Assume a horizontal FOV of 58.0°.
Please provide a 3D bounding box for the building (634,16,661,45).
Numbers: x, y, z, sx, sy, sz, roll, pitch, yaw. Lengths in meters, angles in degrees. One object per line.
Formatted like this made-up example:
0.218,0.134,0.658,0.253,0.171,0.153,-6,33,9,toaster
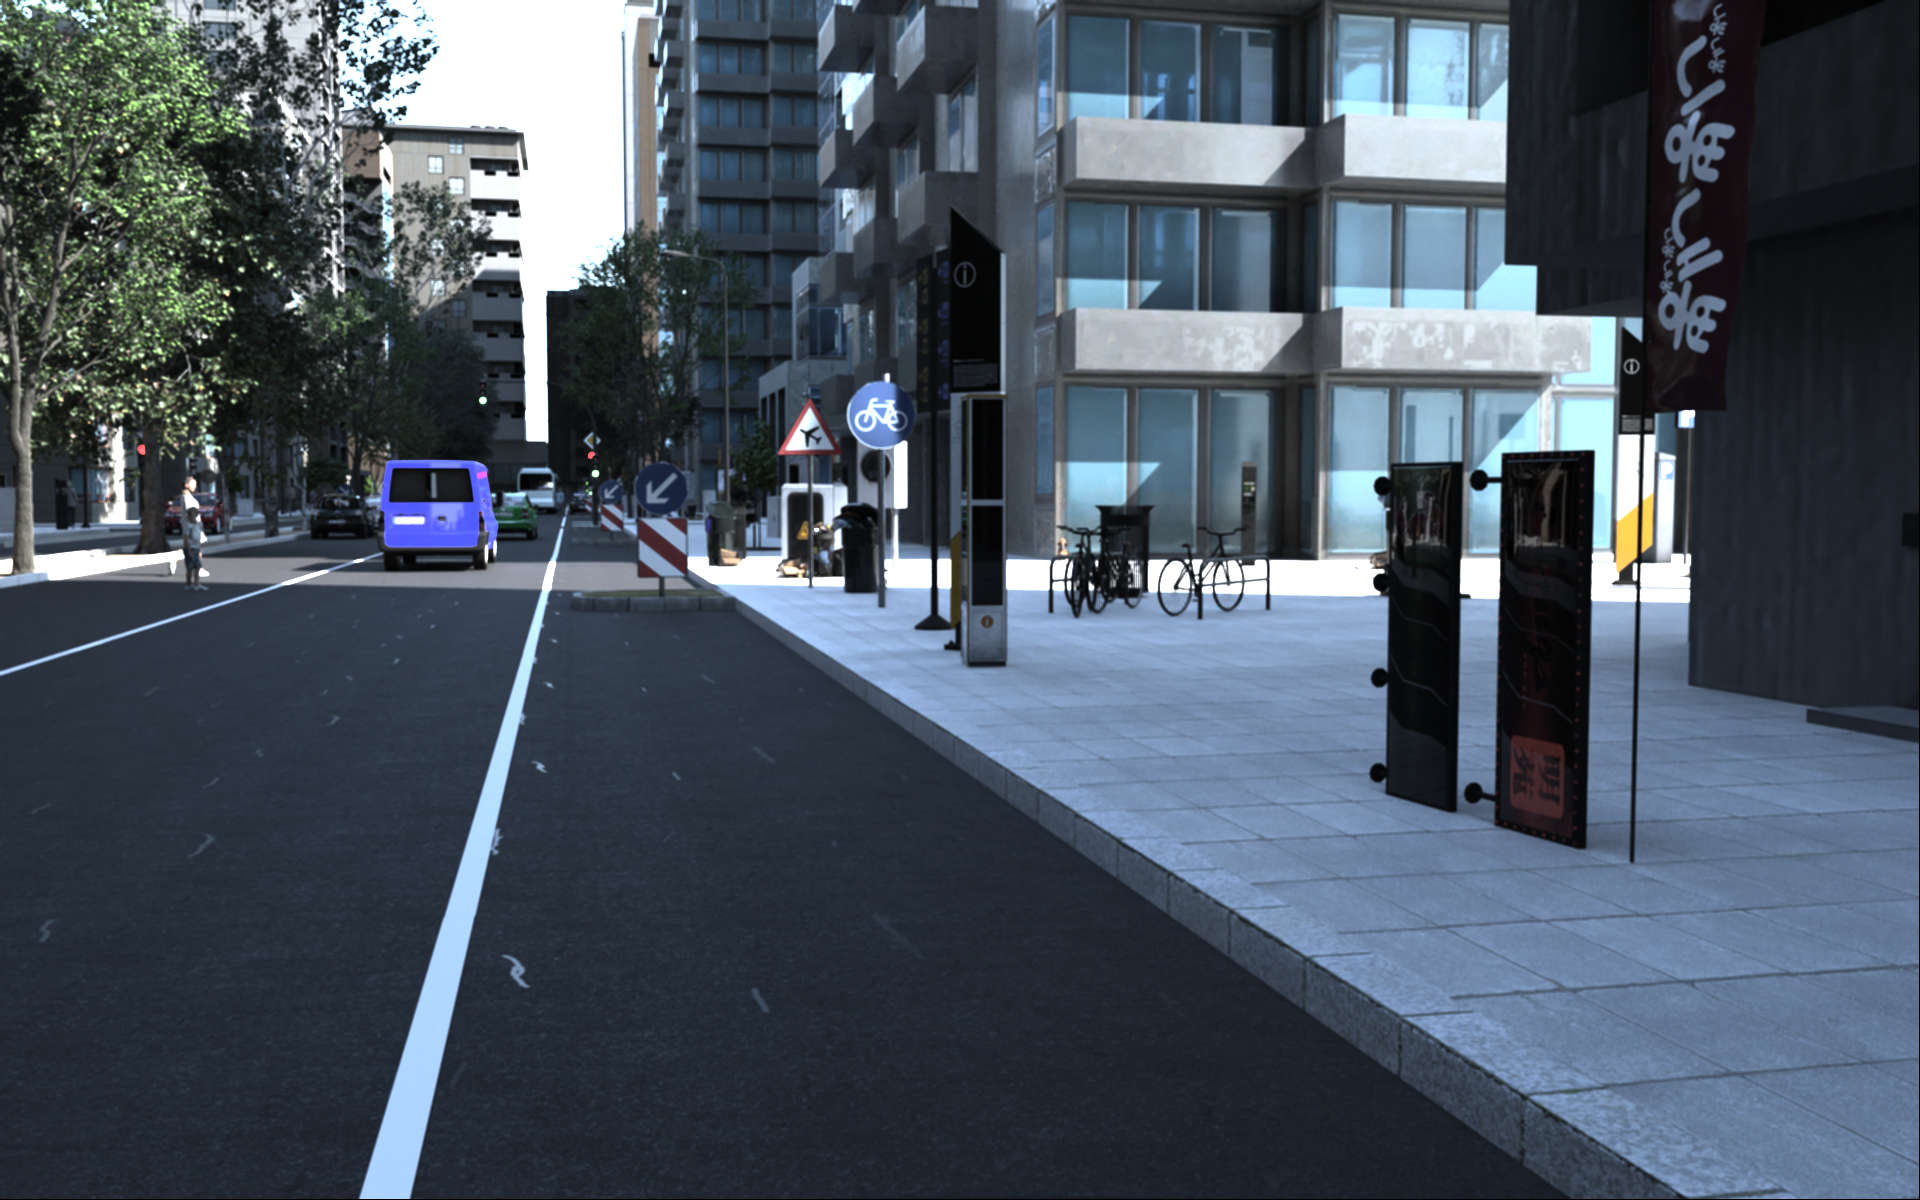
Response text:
-23.227,-31.340,162.521,14.600,45.320,14.200,-1,4,-13,building

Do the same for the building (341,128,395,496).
-75.967,-34.128,208.102,14.200,45.320,14.600,-1,4,-13,building

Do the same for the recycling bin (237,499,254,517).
-39.982,-5.160,96.914,0.722,1.027,0.722,-1,4,-11,recycling bin

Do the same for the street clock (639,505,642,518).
-14.889,-4.645,80.516,0.358,2.002,0.471,-1,4,-15,street clock

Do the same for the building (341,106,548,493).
-72.825,-40.114,245.106,27.495,52.752,28.713,-1,4,-13,building

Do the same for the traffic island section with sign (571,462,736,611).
-3.961,-0.828,22.161,1.989,1.847,2.006,-1,4,-13,traffic island section with sign

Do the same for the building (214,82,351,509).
-72.358,-28.293,154.470,32.217,40.220,23.993,-1,4,-13,building

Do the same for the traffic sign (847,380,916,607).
-0.886,-1.189,19.543,0.768,2.556,0.104,0,4,-4,traffic sign

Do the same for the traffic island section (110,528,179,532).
-31.311,-2.716,66.693,2.009,0.180,2.903,-1,4,-13,traffic island section

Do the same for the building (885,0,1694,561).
8.310,-26.097,46.292,23.786,49.044,30.456,-1,4,-13,building

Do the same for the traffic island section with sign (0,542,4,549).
-26.135,-2.228,45.064,1.989,1.847,2.006,-1,4,-13,traffic island section with sign

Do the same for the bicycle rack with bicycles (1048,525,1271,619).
2.002,-0.336,18.873,2.852,0.926,2.925,2,4,34,bicycle rack with bicycles

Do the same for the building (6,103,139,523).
-54.789,-14.768,86.502,27.650,21.520,28.899,-1,4,-13,building

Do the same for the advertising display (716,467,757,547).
-5.367,-2.224,41.578,0.974,1.923,0.123,-1,4,-14,advertising display

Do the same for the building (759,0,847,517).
4.388,-47.870,95.348,31.000,86.520,22.319,-1,4,-13,building

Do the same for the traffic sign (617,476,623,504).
-23.388,-7.311,119.637,0.768,2.556,0.104,-1,4,-9,traffic sign

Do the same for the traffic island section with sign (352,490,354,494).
-44.156,-7.135,125.282,1.989,1.847,2.006,-1,4,-13,traffic island section with sign

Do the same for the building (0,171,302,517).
-63.433,-16.984,122.732,27.650,21.520,28.899,-1,4,-13,building

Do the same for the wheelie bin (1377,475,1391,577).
6.810,-1.123,26.277,0.980,1.594,0.693,2,4,31,wheelie bin

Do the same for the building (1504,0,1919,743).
10.720,-14.513,8.983,14.160,30.474,14.107,-1,4,-13,building

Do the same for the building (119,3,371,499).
-72.262,-45.199,177.263,20.563,71.187,20.611,-1,4,-13,building

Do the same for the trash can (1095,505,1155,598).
2.056,-0.609,21.616,0.748,1.137,0.748,0,3,0,trash can

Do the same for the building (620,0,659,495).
-30.308,-40.932,211.241,21.231,58.520,28.212,-1,4,-13,building

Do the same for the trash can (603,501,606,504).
-27.525,-7.549,135.084,0.748,1.137,0.748,0,3,0,trash can

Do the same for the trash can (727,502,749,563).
-4.295,-1.264,32.318,0.748,1.137,0.748,0,3,0,trash can

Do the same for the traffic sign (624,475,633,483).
-19.751,-6.340,103.763,0.768,2.556,0.104,0,4,-8,traffic sign

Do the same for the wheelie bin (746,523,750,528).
-8.412,-3.559,66.104,0.693,1.594,0.980,1,4,14,wheelie bin

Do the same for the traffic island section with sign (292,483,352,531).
-25.146,-3.681,68.314,2.006,1.907,1.989,-1,4,-13,traffic island section with sign

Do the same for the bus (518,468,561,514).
-31.529,-8.257,129.859,2.948,3.499,13.247,-1,4,-12,bus

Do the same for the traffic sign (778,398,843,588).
-2.041,-1.443,23.600,0.884,2.594,0.081,-1,4,-9,traffic sign

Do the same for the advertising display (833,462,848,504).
-2.453,-1.858,35.586,0.123,1.923,0.974,-1,4,-16,advertising display

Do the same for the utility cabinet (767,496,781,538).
-5.417,-2.445,51.135,0.306,1.237,1.020,-2,4,-25,utility cabinet

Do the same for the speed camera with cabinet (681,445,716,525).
-10.531,-4.681,70.865,2.038,3.252,0.660,-1,4,-16,speed camera with cabinet

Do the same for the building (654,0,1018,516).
-11.150,-31.220,130.052,23.786,49.044,30.456,-1,4,-13,building

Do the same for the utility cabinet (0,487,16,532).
-31.444,-2.982,57.429,1.173,1.500,0.318,-2,4,-33,utility cabinet

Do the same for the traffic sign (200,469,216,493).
-38.094,-5.361,87.765,0.768,2.556,0.104,0,4,-6,traffic sign

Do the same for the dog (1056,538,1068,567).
1.790,-0.826,30.341,0.406,0.507,0.540,-3,4,-36,dog

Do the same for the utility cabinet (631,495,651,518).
-17.020,-4.970,92.422,1.020,1.237,0.306,0,4,3,utility cabinet

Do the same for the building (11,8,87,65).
-108.757,-37.004,194.250,27.495,52.752,28.713,-1,4,-13,building

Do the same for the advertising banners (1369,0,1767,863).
2.160,-0.626,6.422,0.090,3.025,2.074,-1,4,-20,advertising banners

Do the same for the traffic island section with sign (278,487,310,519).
-38.193,-5.513,98.771,1.989,1.847,2.006,-1,4,-13,traffic island section with sign

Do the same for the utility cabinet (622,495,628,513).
-22.335,-6.444,116.520,1.020,1.237,0.306,3,5,45,utility cabinet

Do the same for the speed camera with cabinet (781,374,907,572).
-1.928,-2.098,28.630,2.038,3.252,0.660,1,4,19,speed camera with cabinet

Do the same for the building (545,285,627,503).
-50.872,-28.823,242.953,14.107,30.474,14.160,-1,4,-13,building

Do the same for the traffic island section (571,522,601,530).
-14.779,-2.942,70.387,2.009,0.180,2.903,-1,4,-13,traffic island section
